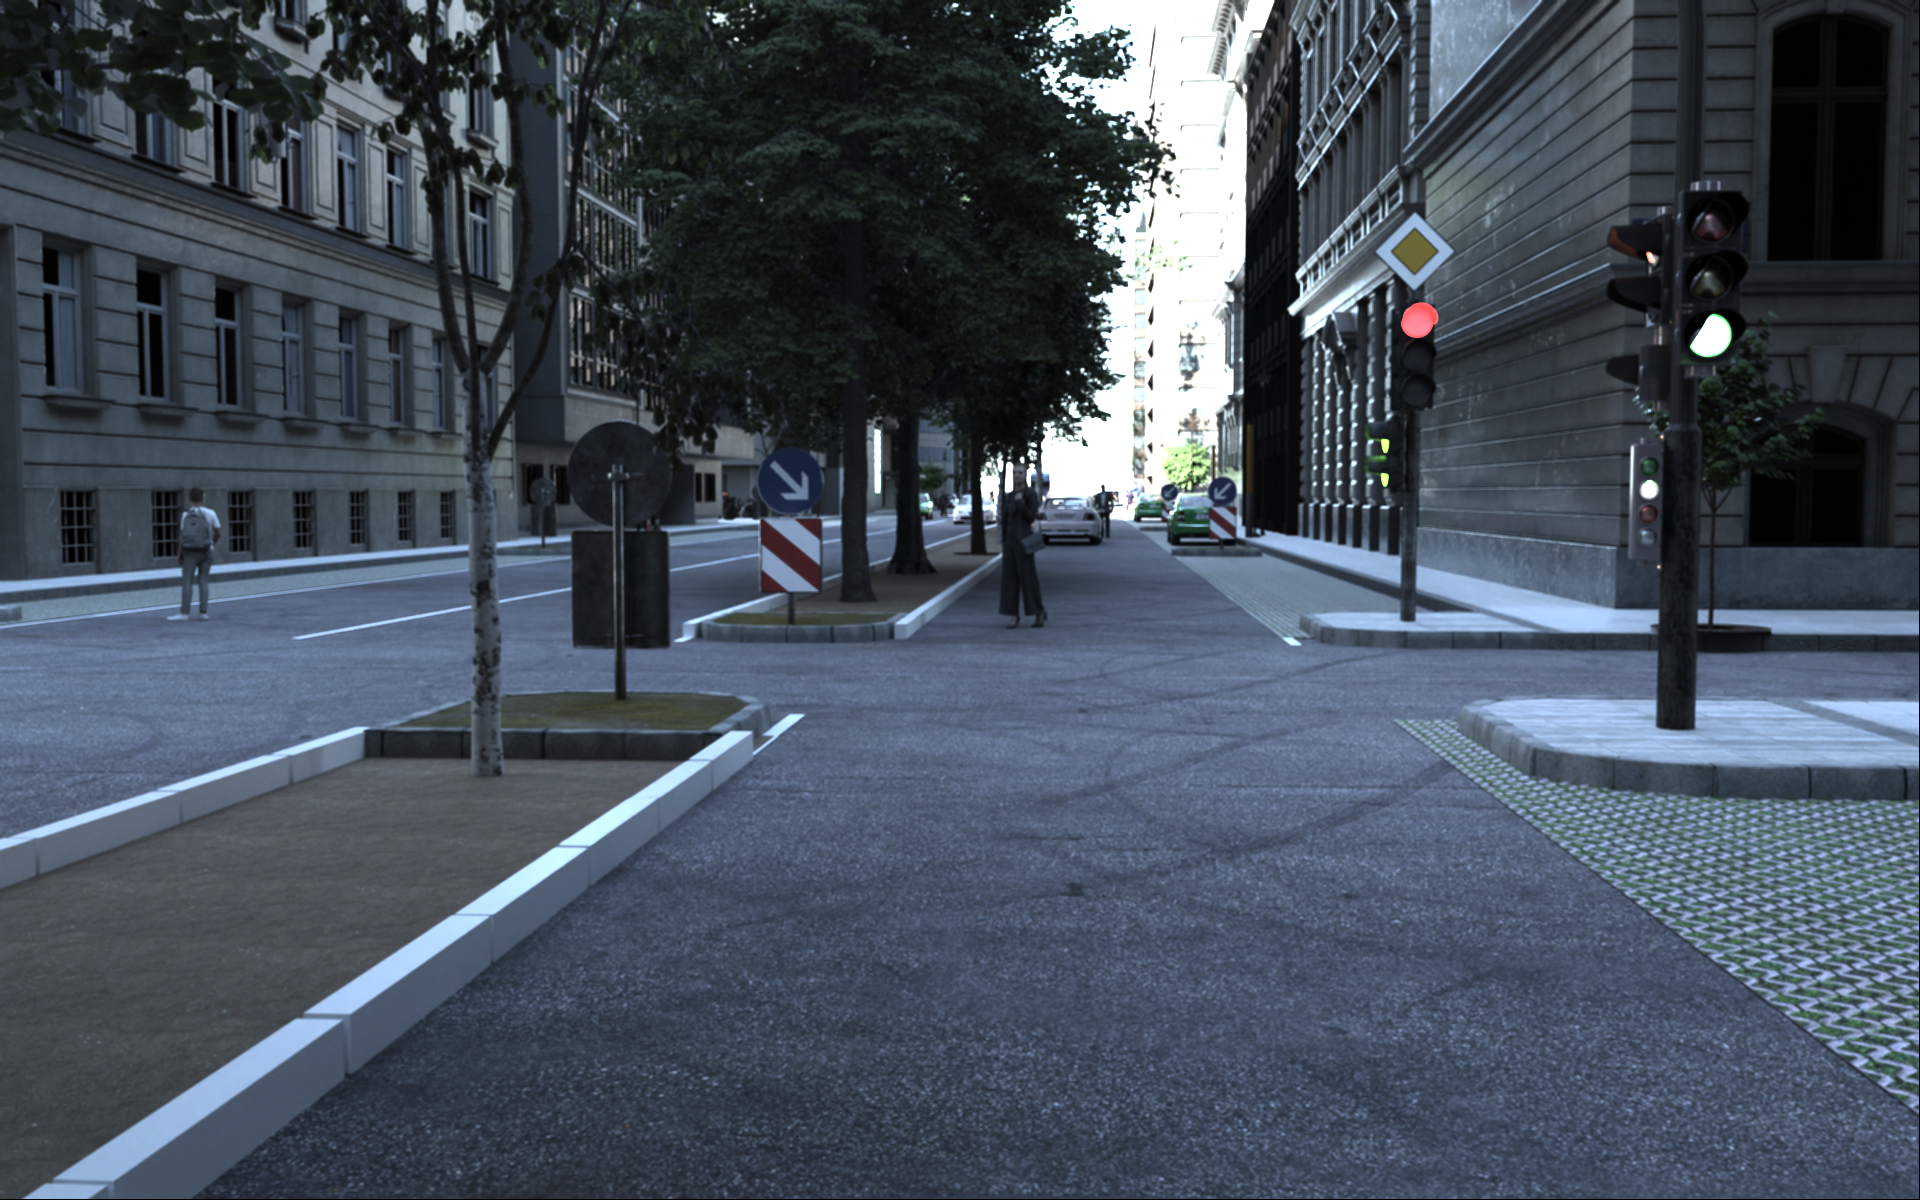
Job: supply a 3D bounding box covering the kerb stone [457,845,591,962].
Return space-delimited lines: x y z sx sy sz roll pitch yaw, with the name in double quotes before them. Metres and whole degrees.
"kerb stone" -1.449 1.006 5.800 0.120 0.150 1.000 0 4 4

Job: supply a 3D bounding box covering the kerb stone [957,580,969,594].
"kerb stone" -0.007 -0.156 24.752 0.120 0.150 1.000 0 4 4

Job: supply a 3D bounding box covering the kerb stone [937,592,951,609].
"kerb stone" -0.247 0.031 21.692 0.120 0.150 1.000 0 4 4

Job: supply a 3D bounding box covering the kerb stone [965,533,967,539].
"kerb stone" 0.056 -1.916 53.526 0.120 0.150 1.000 0 4 4

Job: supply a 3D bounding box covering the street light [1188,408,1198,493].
"street light" 12.277 -7.258 91.461 0.468 5.910 1.993 0 4 4

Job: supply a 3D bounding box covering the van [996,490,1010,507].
"van" 4.847 -11.233 190.676 2.013 2.044 4.112 0 4 3

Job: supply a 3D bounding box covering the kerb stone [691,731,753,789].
"kerb stone" -1.216 0.815 8.869 0.120 0.150 1.000 0 4 4

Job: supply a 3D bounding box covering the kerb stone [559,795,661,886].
"kerb stone" -1.371 0.940 6.822 0.120 0.150 1.000 0 4 4

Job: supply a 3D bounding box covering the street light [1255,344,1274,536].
"street light" 9.369 -4.934 53.452 0.468 5.910 1.993 0 4 4

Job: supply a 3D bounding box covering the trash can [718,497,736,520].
"trash can" -11.412 -4.525 85.631 0.748 1.137 0.748 0 3 0

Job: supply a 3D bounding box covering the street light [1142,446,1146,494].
"street light" 17.858 -11.922 167.706 0.468 5.910 1.993 0 4 4

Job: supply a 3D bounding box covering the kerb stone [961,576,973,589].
"kerb stone" 0.061 -0.219 25.772 0.120 0.150 1.000 0 4 4

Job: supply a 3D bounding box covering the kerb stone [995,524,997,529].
"kerb stone" 1.298 -2.914 69.872 0.120 0.150 1.000 0 4 4

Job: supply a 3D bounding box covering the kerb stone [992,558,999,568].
"kerb stone" 0.607 -0.655 32.926 0.120 0.150 1.000 0 4 4

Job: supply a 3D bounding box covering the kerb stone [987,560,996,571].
"kerb stone" 0.528 -0.594 31.900 0.120 0.150 1.000 0 4 4

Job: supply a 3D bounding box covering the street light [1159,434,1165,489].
"street light" 15.097 -9.596 129.686 0.468 5.910 1.993 0 4 4

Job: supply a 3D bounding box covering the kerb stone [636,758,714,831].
"kerb stone" -1.294 0.881 7.847 0.120 0.150 1.000 0 4 4

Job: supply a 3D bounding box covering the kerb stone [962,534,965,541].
"kerb stone" -0.020 -1.848 52.508 0.120 0.150 1.000 0 4 4

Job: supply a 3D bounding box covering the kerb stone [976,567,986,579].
"kerb stone" 0.295 -0.404 28.838 0.120 0.150 1.000 0 4 4

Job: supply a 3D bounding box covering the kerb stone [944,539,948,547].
"kerb stone" -0.489 -1.478 46.370 0.120 0.150 1.000 0 4 4

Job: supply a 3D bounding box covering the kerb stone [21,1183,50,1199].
"kerb stone" -1.678 1.191 2.724 0.120 0.150 1.000 0 4 4

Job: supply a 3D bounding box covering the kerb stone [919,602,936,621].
"kerb stone" -0.403 0.156 19.648 0.120 0.150 1.000 0 4 4

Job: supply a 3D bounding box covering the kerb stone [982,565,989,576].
"kerb stone" 0.371 -0.469 29.857 0.120 0.150 1.000 0 4 4

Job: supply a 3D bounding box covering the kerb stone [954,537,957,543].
"kerb stone" -0.255 -1.666 49.433 0.120 0.150 1.000 0 4 4

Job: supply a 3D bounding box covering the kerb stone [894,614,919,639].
"kerb stone" -0.553 0.282 17.610 0.120 0.150 1.000 0 4 4

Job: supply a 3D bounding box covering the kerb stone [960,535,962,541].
"kerb stone" -0.100 -1.789 51.488 0.120 0.150 1.000 0 4 4

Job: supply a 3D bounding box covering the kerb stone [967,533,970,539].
"kerb stone" 0.130 -1.979 54.548 0.120 0.150 1.000 0 4 4

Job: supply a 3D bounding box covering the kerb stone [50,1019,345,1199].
"kerb stone" -1.605 1.132 3.748 0.120 0.150 1.000 0 4 4

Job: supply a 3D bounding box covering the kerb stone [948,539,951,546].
"kerb stone" -0.407 -1.538 47.395 0.120 0.150 1.000 0 4 4

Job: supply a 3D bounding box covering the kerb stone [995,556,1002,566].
"kerb stone" 0.679 -0.716 33.945 0.120 0.150 1.000 0 4 4

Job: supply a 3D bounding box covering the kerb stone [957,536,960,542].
"kerb stone" -0.169 -1.729 50.468 0.120 0.150 1.000 0 4 4

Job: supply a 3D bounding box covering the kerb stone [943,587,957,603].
"kerb stone" -0.169 -0.032 22.711 0.120 0.150 1.000 0 4 4

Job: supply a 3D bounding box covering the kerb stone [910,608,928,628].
"kerb stone" -0.479 0.218 18.629 0.120 0.150 1.000 0 4 4

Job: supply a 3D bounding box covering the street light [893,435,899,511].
"street light" -4.923 -9.847 133.778 0.468 5.910 1.993 0 4 4

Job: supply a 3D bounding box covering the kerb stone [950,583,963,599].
"kerb stone" -0.095 -0.094 23.734 0.120 0.150 1.000 0 4 4

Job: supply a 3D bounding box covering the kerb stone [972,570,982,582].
"kerb stone" 0.216 -0.343 27.810 0.120 0.150 1.000 0 4 4

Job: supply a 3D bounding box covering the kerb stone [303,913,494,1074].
"kerb stone" -1.525 1.065 4.776 0.120 0.150 1.000 0 4 4

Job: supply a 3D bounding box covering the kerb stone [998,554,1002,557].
"kerb stone" 0.762 -0.778 34.964 0.120 0.150 1.000 0 4 4

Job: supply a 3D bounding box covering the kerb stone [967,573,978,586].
"kerb stone" 0.139 -0.281 26.791 0.120 0.150 1.000 0 4 4

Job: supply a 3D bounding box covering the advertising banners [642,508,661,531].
"advertising banners" -10.232 -3.706 56.776 0.090 3.025 2.074 1 4 12

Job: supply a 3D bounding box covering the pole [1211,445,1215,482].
"pole" 10.601 -4.812 72.518 0.158 3.312 0.155 0 3 0

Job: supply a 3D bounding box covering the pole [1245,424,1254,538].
"pole" 8.508 -3.488 50.865 0.158 3.312 0.155 0 3 0

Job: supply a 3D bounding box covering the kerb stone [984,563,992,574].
"kerb stone" 0.445 -0.518 30.877 0.120 0.150 1.000 0 4 4

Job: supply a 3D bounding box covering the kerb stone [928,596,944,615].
"kerb stone" -0.325 0.093 20.672 0.120 0.150 1.000 0 4 4

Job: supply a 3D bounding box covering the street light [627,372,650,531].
"street light" -10.697 -5.182 57.506 0.468 5.910 1.993 0 4 4

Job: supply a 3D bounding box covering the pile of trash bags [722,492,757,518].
"pile of trash bags" -11.908 -5.074 92.704 1.912 1.369 3.447 1 4 22

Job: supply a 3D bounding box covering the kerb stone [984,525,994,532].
"kerb stone" 1.139 -2.785 67.827 0.120 0.150 1.000 0 4 4

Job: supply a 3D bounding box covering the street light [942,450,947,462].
"street light" -1.554 -12.565 178.220 0.468 5.910 1.993 0 4 4

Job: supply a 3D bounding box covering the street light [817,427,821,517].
"street light" -7.824 -7.494 95.311 0.468 5.910 1.993 0 4 4

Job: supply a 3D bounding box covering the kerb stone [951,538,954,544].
"kerb stone" -0.334 -1.604 48.414 0.120 0.150 1.000 0 4 4
